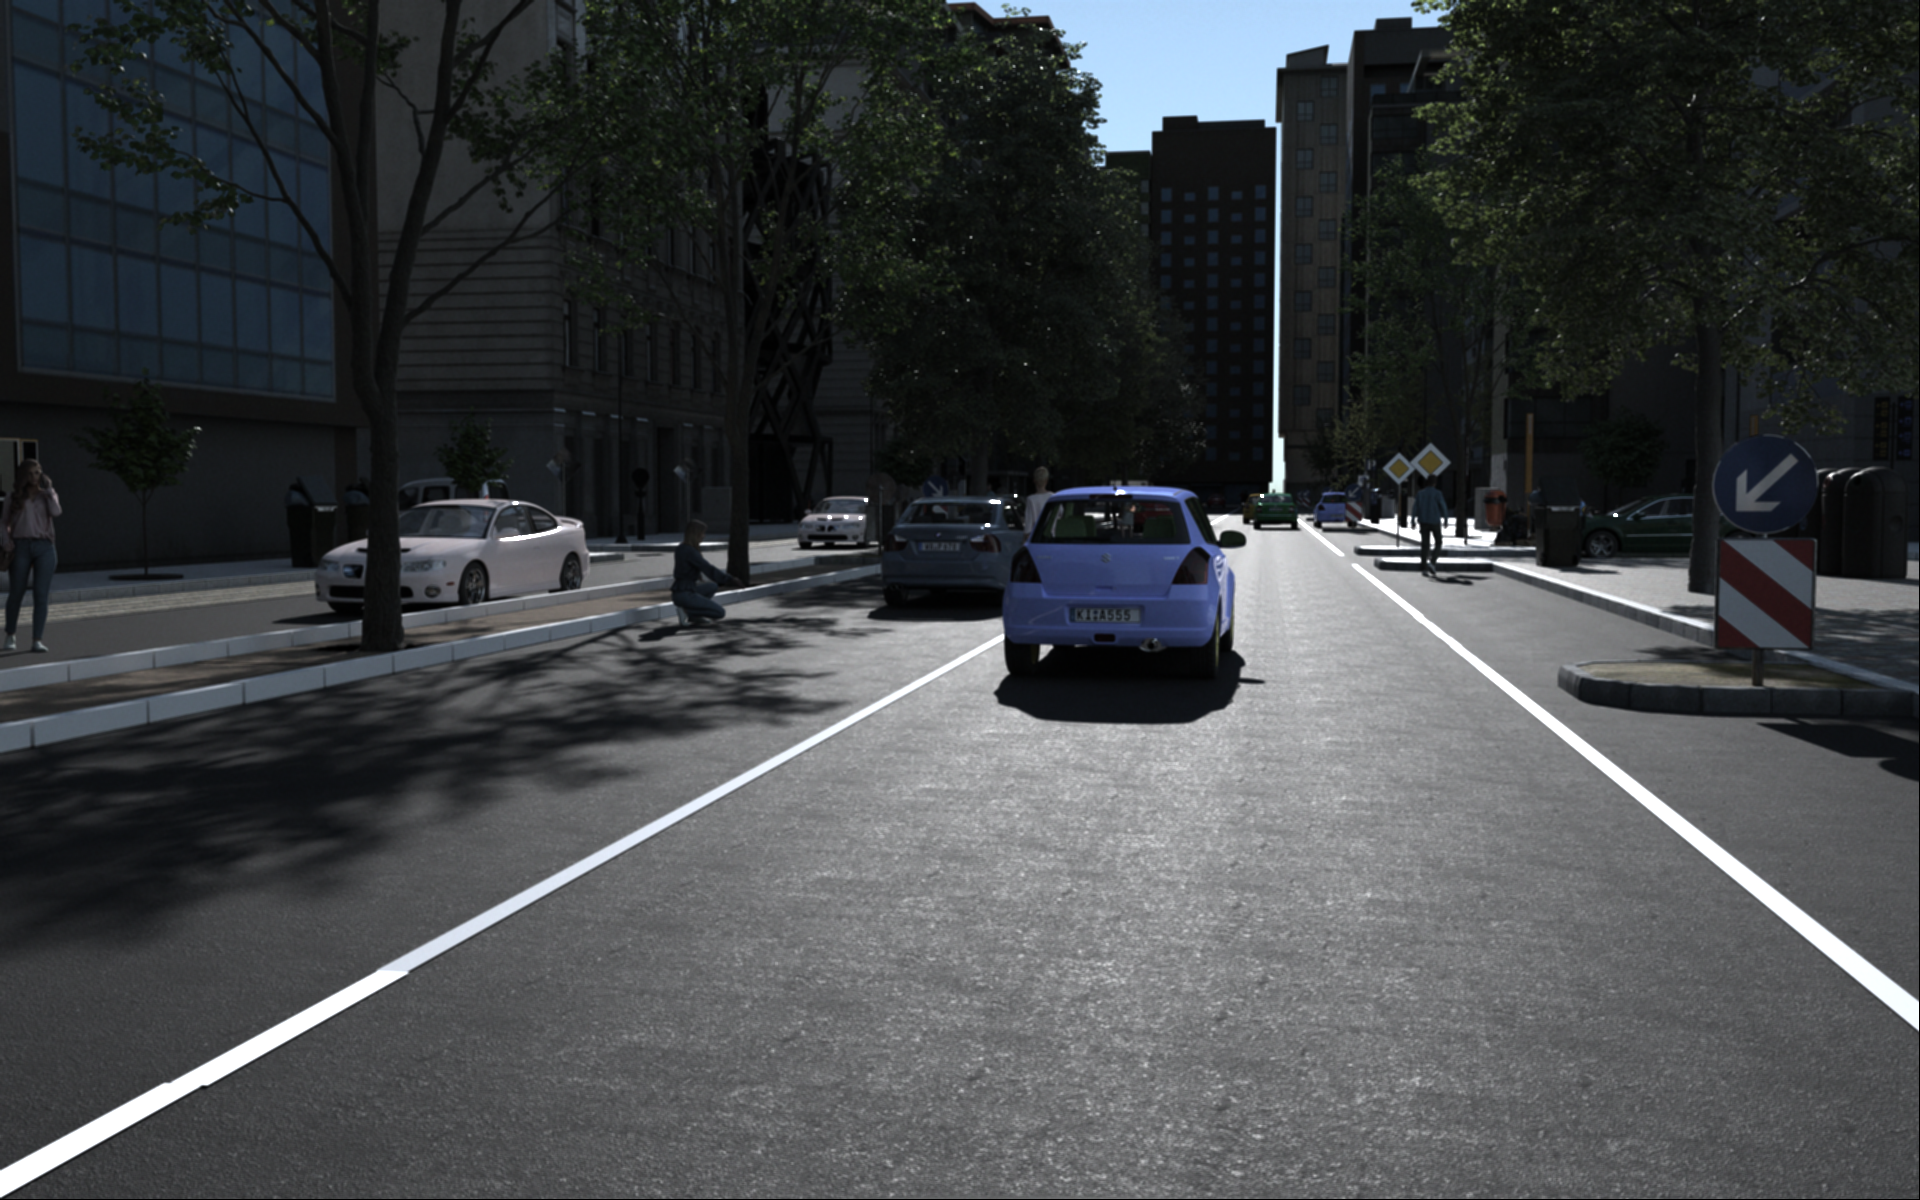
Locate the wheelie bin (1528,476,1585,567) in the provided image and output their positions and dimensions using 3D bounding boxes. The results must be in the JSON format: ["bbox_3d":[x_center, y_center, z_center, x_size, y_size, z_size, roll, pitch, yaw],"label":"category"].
[{"bbox_3d":[10.564,-1.399,30.778,0.980,1.594,0.693,0,4,0],"label":"wheelie bin"}]

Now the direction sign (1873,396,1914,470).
[{"bbox_3d":[21.636,-2.949,40.216,0.379,3.537,0.876,-3,4,-36],"label":"direction sign"}]

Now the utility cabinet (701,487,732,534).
[{"bbox_3d":[-7.684,-2.840,55.105,1.173,1.500,0.318,2,4,32],"label":"utility cabinet"}]

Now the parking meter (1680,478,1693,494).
[{"bbox_3d":[26.054,-3.452,62.145,0.255,1.863,0.399,0,4,-8],"label":"parking meter"}]

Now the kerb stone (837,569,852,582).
[{"bbox_3d":[-1.989,-0.384,28.478,0.120,0.150,1.000,1,4,10],"label":"kerb stone"}]

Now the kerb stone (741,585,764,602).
[{"bbox_3d":[-2.890,-0.069,23.413,0.120,0.150,1.000,1,4,10],"label":"kerb stone"}]

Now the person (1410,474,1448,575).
[{"bbox_3d":[8.245,-1.320,30.418,0.601,1.785,0.444,2,4,32],"label":"person"}]

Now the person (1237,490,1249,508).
[{"bbox_3d":[29.637,-10.585,181.502,1.348,1.831,0.705,0,4,-5],"label":"person"}]

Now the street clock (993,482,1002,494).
[{"bbox_3d":[2.307,-6.227,106.387,0.471,2.002,0.358,-1,4,-12],"label":"street clock"}]

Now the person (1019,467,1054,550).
[{"bbox_3d":[1.114,-0.655,19.884,0.731,1.740,0.598,-3,5,-42],"label":"person"}]

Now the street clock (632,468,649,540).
[{"bbox_3d":[-8.876,-2.665,48.149,0.471,2.002,0.358,-1,4,-14],"label":"street clock"}]

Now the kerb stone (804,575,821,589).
[{"bbox_3d":[-2.351,-0.260,26.448,0.120,0.150,1.000,1,4,10],"label":"kerb stone"}]

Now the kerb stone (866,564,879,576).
[{"bbox_3d":[-1.648,-0.508,30.493,0.120,0.150,1.000,1,4,10],"label":"kerb stone"}]

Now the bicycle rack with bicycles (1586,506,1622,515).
[{"bbox_3d":[19.029,-2.356,51.902,2.925,0.926,2.852,0,4,-4],"label":"bicycle rack with bicycles"}]

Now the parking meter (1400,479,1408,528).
[{"bbox_3d":[16.914,-3.686,65.970,0.255,1.863,0.399,1,4,13],"label":"parking meter"}]

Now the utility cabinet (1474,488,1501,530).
[{"bbox_3d":[18.662,-3.215,61.240,1.173,1.500,0.318,-3,5,-41],"label":"utility cabinet"}]

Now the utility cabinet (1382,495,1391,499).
[{"bbox_3d":[25.473,-5.719,104.660,1.020,1.237,0.306,0,4,1],"label":"utility cabinet"}]

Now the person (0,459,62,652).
[{"bbox_3d":[-8.566,-0.415,15.872,0.593,1.750,0.643,-2,4,-30],"label":"person"}]

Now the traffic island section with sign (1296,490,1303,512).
[{"bbox_3d":[28.173,-8.133,141.598,1.989,1.847,2.006,1,4,10],"label":"traffic island section with sign"}]

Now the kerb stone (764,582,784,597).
[{"bbox_3d":[-2.717,-0.132,24.420,0.120,0.150,1.000,1,4,10],"label":"kerb stone"}]

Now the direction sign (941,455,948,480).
[{"bbox_3d":[-0.892,-6.462,97.649,0.379,3.537,0.876,-2,4,-24],"label":"direction sign"}]

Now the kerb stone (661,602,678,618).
[{"bbox_3d":[-3.420,0.113,20.388,0.120,0.150,1.000,1,4,10],"label":"kerb stone"}]

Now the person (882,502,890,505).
[{"bbox_3d":[-2.456,-2.754,54.539,0.512,1.701,0.522,0,4,-8],"label":"person"}]

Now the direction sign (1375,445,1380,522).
[{"bbox_3d":[19.103,-5.351,79.484,0.379,3.537,0.876,1,4,12],"label":"direction sign"}]

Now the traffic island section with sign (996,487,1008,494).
[{"bbox_3d":[2.306,-5.294,95.186,1.989,1.847,2.006,1,4,10],"label":"traffic island section with sign"}]

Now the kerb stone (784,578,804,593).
[{"bbox_3d":[-2.525,-0.197,25.438,0.120,0.150,1.000,1,4,10],"label":"kerb stone"}]

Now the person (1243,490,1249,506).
[{"bbox_3d":[25.226,-8.807,152.516,0.705,1.821,1.348,-2,4,-24],"label":"person"}]

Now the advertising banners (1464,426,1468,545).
[{"bbox_3d":[12.881,-2.927,44.039,0.090,3.025,2.074,1,4,16],"label":"advertising banners"}]

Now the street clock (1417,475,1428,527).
[{"bbox_3d":[17.767,-3.782,66.413,0.358,2.002,0.471,-2,4,-24],"label":"street clock"}]

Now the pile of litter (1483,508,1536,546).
[{"bbox_3d":[13.969,-1.766,42.839,1.719,0.858,1.176,1,4,11],"label":"pile of litter"}]

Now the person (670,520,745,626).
[{"bbox_3d":[-2.856,-0.313,19.120,0.738,1.151,1.012,-1,4,-21],"label":"person"}]

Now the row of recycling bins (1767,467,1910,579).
[{"bbox_3d":[14.064,-1.266,27.807,1.069,1.692,3.534,0,4,2],"label":"row of recycling bins"}]

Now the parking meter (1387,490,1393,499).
[{"bbox_3d":[27.486,-6.253,110.644,0.372,1.533,0.369,0,3,0],"label":"parking meter"}]

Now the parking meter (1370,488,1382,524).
[{"bbox_3d":[17.995,-4.078,75.087,0.372,1.533,0.369,0,3,0],"label":"parking meter"}]

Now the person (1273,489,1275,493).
[{"bbox_3d":[25.083,-7.937,138.357,1.348,1.812,0.705,-1,4,-23],"label":"person"}]

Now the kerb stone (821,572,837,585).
[{"bbox_3d":[-2.178,-0.316,27.462,0.120,0.150,1.000,1,4,10],"label":"kerb stone"}]

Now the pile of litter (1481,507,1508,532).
[{"bbox_3d":[18.392,-2.719,58.417,1.719,0.858,1.176,2,4,25],"label":"pile of litter"}]

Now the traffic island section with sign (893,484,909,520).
[{"bbox_3d":[-2.388,-3.670,68.637,1.989,1.847,2.006,1,4,10],"label":"traffic island section with sign"}]

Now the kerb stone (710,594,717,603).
[{"bbox_3d":[-3.252,0.049,21.401,0.120,0.150,1.000,1,4,10],"label":"kerb stone"}]

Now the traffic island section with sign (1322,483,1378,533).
[{"bbox_3d":[14.762,-3.485,65.613,1.989,1.847,2.006,1,4,10],"label":"traffic island section with sign"}]

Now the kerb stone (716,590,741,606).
[{"bbox_3d":[-3.076,-0.013,22.408,0.120,0.150,1.000,1,4,10],"label":"kerb stone"}]

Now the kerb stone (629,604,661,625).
[{"bbox_3d":[-3.601,0.173,19.382,0.120,0.150,1.000,1,4,10],"label":"kerb stone"}]

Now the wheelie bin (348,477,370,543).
[{"bbox_3d":[-10.992,-1.471,31.959,0.693,1.594,0.980,-1,4,-10],"label":"wheelie bin"}]

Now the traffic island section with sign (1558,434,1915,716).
[{"bbox_3d":[5.363,-0.223,12.270,1.989,1.847,2.006,1,4,10],"label":"traffic island section with sign"}]

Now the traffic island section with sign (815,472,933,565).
[{"bbox_3d":[-1.779,-1.684,35.677,2.006,1.907,1.989,1,4,10],"label":"traffic island section with sign"}]

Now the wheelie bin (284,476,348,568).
[{"bbox_3d":[-11.385,-1.371,30.325,0.693,1.594,0.980,1,4,19],"label":"wheelie bin"}]

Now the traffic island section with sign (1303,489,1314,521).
[{"bbox_3d":[19.504,-5.125,92.421,1.989,1.847,2.006,1,4,10],"label":"traffic island section with sign"}]

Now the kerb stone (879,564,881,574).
[{"bbox_3d":[-1.459,-0.569,31.502,0.120,0.150,1.000,1,4,10],"label":"kerb stone"}]

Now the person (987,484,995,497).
[{"bbox_3d":[1.213,-3.700,68.861,0.748,1.841,0.638,-2,4,-33],"label":"person"}]

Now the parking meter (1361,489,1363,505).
[{"bbox_3d":[21.762,-5.181,93.115,0.372,1.533,0.369,0,3,0],"label":"parking meter"}]

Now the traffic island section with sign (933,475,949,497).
[{"bbox_3d":[-0.483,-2.131,42.971,2.006,1.907,1.989,1,4,10],"label":"traffic island section with sign"}]

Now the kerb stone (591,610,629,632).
[{"bbox_3d":[-3.775,0.235,18.375,0.120,0.150,1.000,1,4,10],"label":"kerb stone"}]

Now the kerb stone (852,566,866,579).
[{"bbox_3d":[-1.816,-0.446,29.485,0.120,0.150,1.000,1,4,10],"label":"kerb stone"}]

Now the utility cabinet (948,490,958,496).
[{"bbox_3d":[-0.376,-4.990,90.263,0.318,1.500,1.173,1,4,10],"label":"utility cabinet"}]
